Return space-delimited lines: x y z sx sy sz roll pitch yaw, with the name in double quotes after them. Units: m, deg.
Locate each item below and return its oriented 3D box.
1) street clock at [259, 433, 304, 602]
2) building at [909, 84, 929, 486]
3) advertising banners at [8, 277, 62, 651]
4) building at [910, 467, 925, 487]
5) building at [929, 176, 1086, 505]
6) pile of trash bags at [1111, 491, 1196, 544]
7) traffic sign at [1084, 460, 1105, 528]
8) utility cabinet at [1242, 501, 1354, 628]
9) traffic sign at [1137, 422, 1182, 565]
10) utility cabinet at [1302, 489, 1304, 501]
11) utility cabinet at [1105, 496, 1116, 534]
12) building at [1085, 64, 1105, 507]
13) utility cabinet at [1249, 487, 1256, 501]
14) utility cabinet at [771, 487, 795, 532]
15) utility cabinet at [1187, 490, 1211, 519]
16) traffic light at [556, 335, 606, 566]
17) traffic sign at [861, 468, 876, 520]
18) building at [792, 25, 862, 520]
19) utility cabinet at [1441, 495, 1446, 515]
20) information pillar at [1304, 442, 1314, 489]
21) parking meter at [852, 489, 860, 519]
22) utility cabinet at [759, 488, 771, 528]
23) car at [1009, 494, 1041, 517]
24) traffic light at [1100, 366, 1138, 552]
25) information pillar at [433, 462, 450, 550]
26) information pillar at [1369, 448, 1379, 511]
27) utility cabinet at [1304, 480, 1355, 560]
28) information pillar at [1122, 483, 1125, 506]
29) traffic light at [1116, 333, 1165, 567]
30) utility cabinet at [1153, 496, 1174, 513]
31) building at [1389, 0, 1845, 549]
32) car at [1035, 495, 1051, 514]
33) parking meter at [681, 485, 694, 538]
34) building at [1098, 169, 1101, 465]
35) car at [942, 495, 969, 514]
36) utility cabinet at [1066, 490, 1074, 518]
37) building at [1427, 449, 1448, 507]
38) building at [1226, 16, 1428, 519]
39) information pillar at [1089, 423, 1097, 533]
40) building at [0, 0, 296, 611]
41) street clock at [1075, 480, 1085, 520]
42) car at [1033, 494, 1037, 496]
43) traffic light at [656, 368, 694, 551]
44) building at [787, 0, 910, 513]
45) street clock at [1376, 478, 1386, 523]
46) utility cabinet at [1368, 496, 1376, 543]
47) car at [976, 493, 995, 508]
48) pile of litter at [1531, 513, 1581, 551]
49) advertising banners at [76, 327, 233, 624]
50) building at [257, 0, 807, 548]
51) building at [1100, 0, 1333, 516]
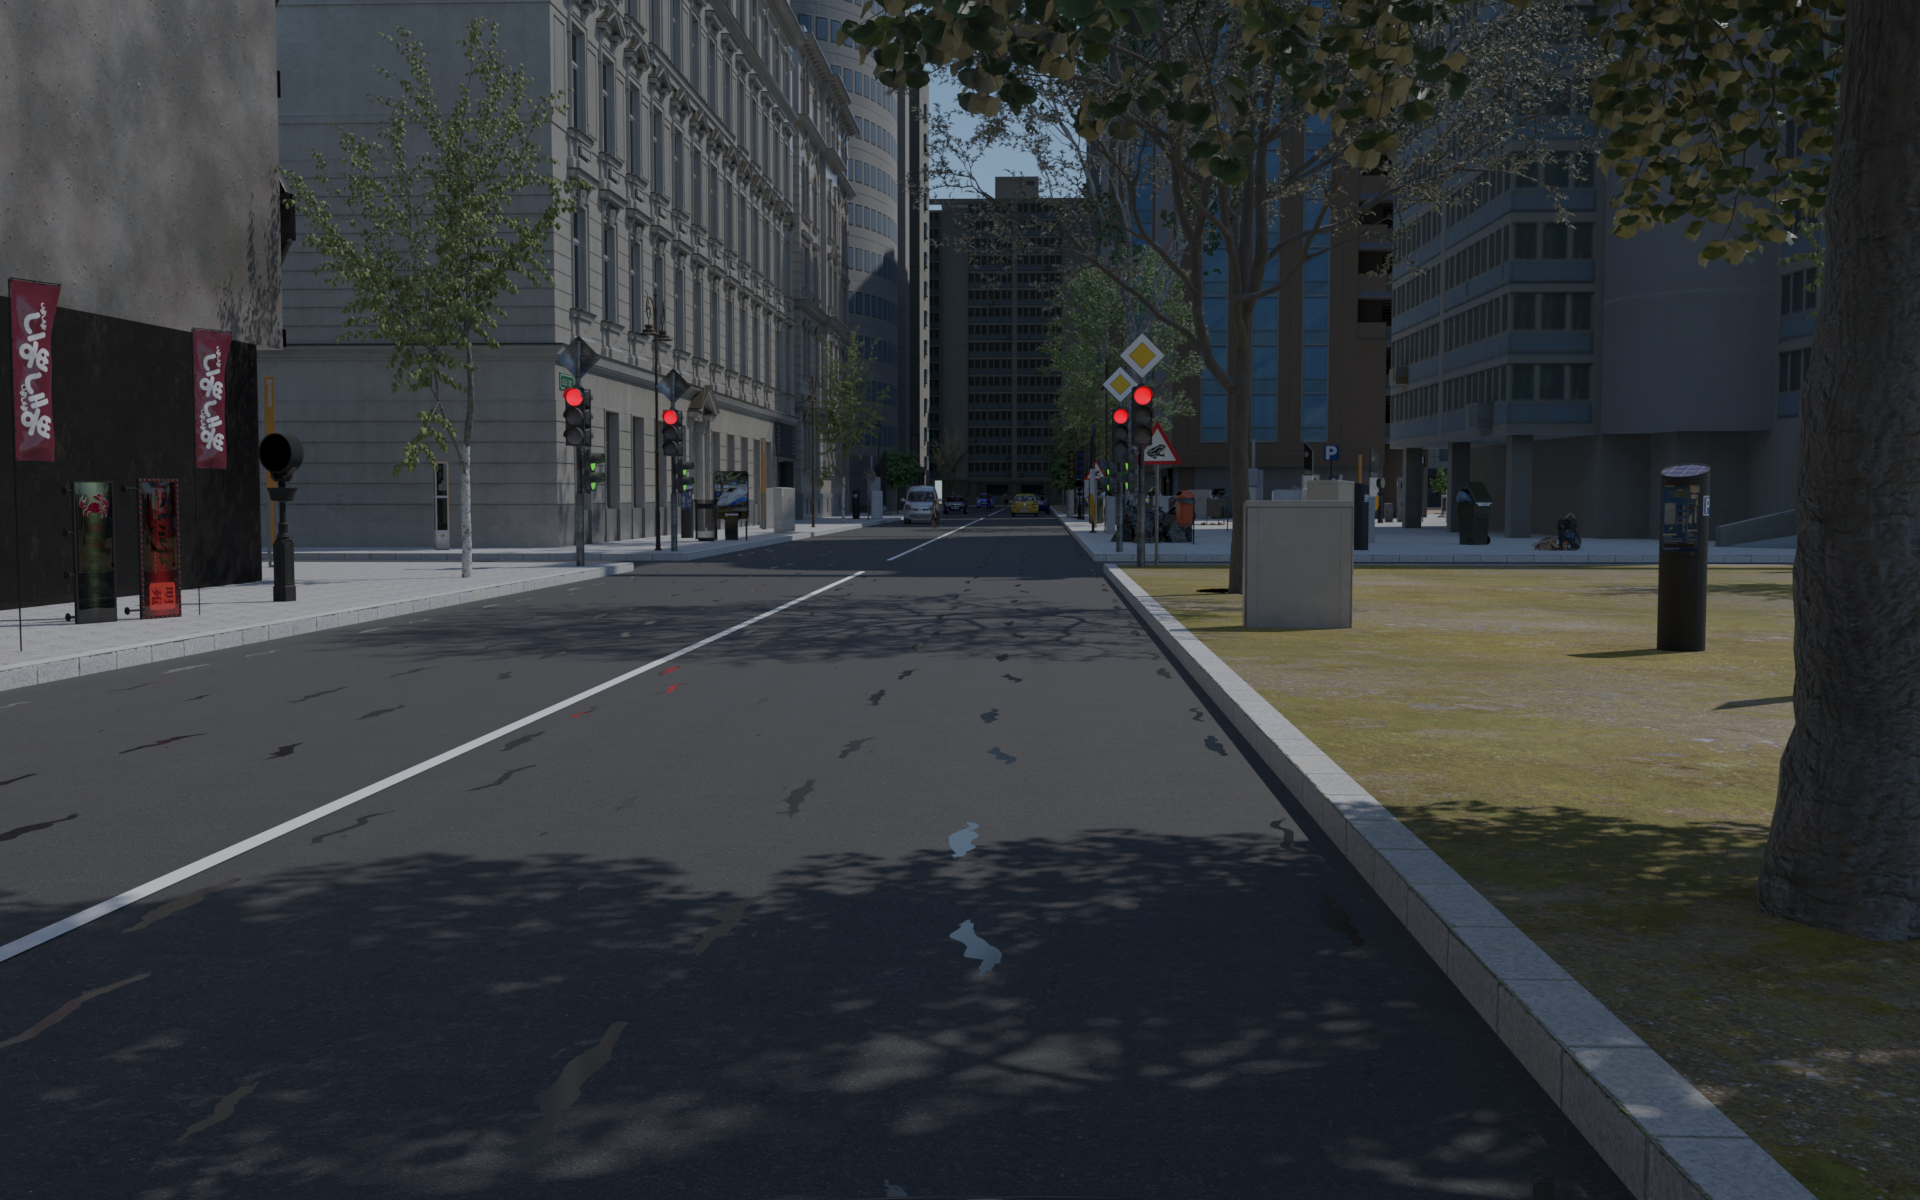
-8.077 -0.984 20.657 0.471 2.002 0.358 1 4 18 "street clock"
-14.297 -33.850 177.157 21.600 48.544 21.300 0 4 3 "building"
-7.809 -1.061 13.535 0.090 3.025 2.074 1 4 18 "advertising banners"
-13.624 -43.636 151.697 20.563 71.187 20.611 0 4 3 "building"
6.952 -31.967 214.534 23.993 40.220 32.217 0 4 3 "building"
5.343 -2.191 45.582 1.912 1.369 3.447 -1 4 -17 "pile of trash bags"
5.157 -4.015 65.647 0.884 2.594 0.081 1 4 10 "traffic sign"
3.250 -0.338 16.691 1.020 1.237 0.306 0 4 5 "utility cabinet"
3.556 -1.913 31.274 0.884 2.594 0.081 0 4 5 "traffic sign"
14.237 -3.699 69.164 1.173 1.500 0.318 3 4 36 "utility cabinet"
4.835 -2.717 55.582 0.306 1.237 1.020 0 4 2 "utility cabinet"
22.934 -38.457 170.768 21.231 58.520 28.212 0 4 3 "building"
9.039 -2.764 53.872 0.318 1.500 1.173 0 4 7 "utility cabinet"
-5.862 -3.013 57.948 0.318 1.500 1.173 1 4 16 "utility cabinet"
12.095 -4.825 87.570 1.173 1.500 0.318 2 4 27 "utility cabinet"
-6.744 -2.557 30.731 0.839 4.253 0.868 0 4 3 "traffic light"
-4.501 -5.183 84.845 0.768 2.556 0.104 1 4 12 "traffic sign"
-13.456 -18.871 95.929 14.401 28.519 23.554 0 4 3 "building"
29.849 -5.811 106.165 0.306 1.237 1.020 3 5 39 "utility cabinet"
15.619 -5.280 77.678 0.183 3.616 0.504 -3 5 -40 "information pillar"
-5.326 -4.915 88.769 0.372 1.533 0.369 0 3 0 "parking meter"
-6.908 -3.406 64.375 1.173 1.500 0.318 -3 5 -43 "utility cabinet"
4.149 -6.137 110.571 2.015 1.641 3.980 0 4 3 "car"
3.514 -3.019 38.284 0.839 4.253 0.868 0 4 3 "traffic light"
-11.858 -2.146 39.582 0.304 2.012 0.304 -2 4 -25 "information pillar"
20.900 -5.880 87.497 0.504 3.616 0.183 -1 4 -18 "information pillar"
5.912 -1.160 27.637 0.318 1.500 1.173 -1 4 -12 "utility cabinet"
9.105 -5.703 97.731 0.304 2.012 0.304 2 4 31 "information pillar"
3.158 -2.531 30.307 0.839 4.253 0.868 0 4 3 "traffic light"
6.573 -2.646 54.422 1.020 1.237 0.306 1 4 9 "utility cabinet"
27.466 -22.176 54.458 23.993 40.220 32.217 0 4 3 "building"
5.574 -6.855 124.659 1.945 1.354 3.894 0 4 1 "car"
-7.946 -2.571 50.442 0.372 1.533 0.369 0 3 0 "parking meter"
22.822 -31.936 141.754 23.786 49.044 30.456 0 4 3 "building"
-0.301 -6.948 126.176 1.945 1.354 3.894 0 4 2 "car"
5.890 -5.145 92.796 0.318 1.500 1.173 0 4 -3 "utility cabinet"
51.403 -46.962 206.088 20.611 71.187 20.563 0 4 3 "building"
18.262 -27.270 95.970 14.600 45.320 14.200 0 4 3 "building"
4.394 -4.034 57.316 0.183 3.616 0.504 1 4 15 "information pillar"
-18.820 -9.335 20.087 16.811 18.784 16.820 0 4 3 "building"
5.997 -5.026 86.745 0.471 2.002 0.358 3 4 39 "street clock"
6.899 -9.872 170.203 1.959 1.807 4.718 0 4 3 "car"
-6.388 -3.045 38.708 0.839 4.253 0.868 0 4 3 "traffic light"
-15.247 -35.809 127.472 21.231 58.520 28.212 0 4 3 "building"
18.527 -4.385 76.269 0.358 2.002 0.471 3 5 42 "street clock"
10.563 -2.091 45.344 0.306 1.237 1.020 2 4 32 "utility cabinet"
2.617 -10.260 177.336 1.945 1.707 3.694 0 4 4 "car"
13.672 -1.578 39.759 1.176 0.858 1.719 3 5 44 "pile of litter"
-8.269 -1.320 17.774 0.090 3.025 2.074 2 4 26 "advertising banners"
-16.527 -17.480 62.212 17.030 29.872 44.131 0 4 3 "building"
16.924 -28.723 119.728 14.600 45.320 14.200 0 4 3 "building"
